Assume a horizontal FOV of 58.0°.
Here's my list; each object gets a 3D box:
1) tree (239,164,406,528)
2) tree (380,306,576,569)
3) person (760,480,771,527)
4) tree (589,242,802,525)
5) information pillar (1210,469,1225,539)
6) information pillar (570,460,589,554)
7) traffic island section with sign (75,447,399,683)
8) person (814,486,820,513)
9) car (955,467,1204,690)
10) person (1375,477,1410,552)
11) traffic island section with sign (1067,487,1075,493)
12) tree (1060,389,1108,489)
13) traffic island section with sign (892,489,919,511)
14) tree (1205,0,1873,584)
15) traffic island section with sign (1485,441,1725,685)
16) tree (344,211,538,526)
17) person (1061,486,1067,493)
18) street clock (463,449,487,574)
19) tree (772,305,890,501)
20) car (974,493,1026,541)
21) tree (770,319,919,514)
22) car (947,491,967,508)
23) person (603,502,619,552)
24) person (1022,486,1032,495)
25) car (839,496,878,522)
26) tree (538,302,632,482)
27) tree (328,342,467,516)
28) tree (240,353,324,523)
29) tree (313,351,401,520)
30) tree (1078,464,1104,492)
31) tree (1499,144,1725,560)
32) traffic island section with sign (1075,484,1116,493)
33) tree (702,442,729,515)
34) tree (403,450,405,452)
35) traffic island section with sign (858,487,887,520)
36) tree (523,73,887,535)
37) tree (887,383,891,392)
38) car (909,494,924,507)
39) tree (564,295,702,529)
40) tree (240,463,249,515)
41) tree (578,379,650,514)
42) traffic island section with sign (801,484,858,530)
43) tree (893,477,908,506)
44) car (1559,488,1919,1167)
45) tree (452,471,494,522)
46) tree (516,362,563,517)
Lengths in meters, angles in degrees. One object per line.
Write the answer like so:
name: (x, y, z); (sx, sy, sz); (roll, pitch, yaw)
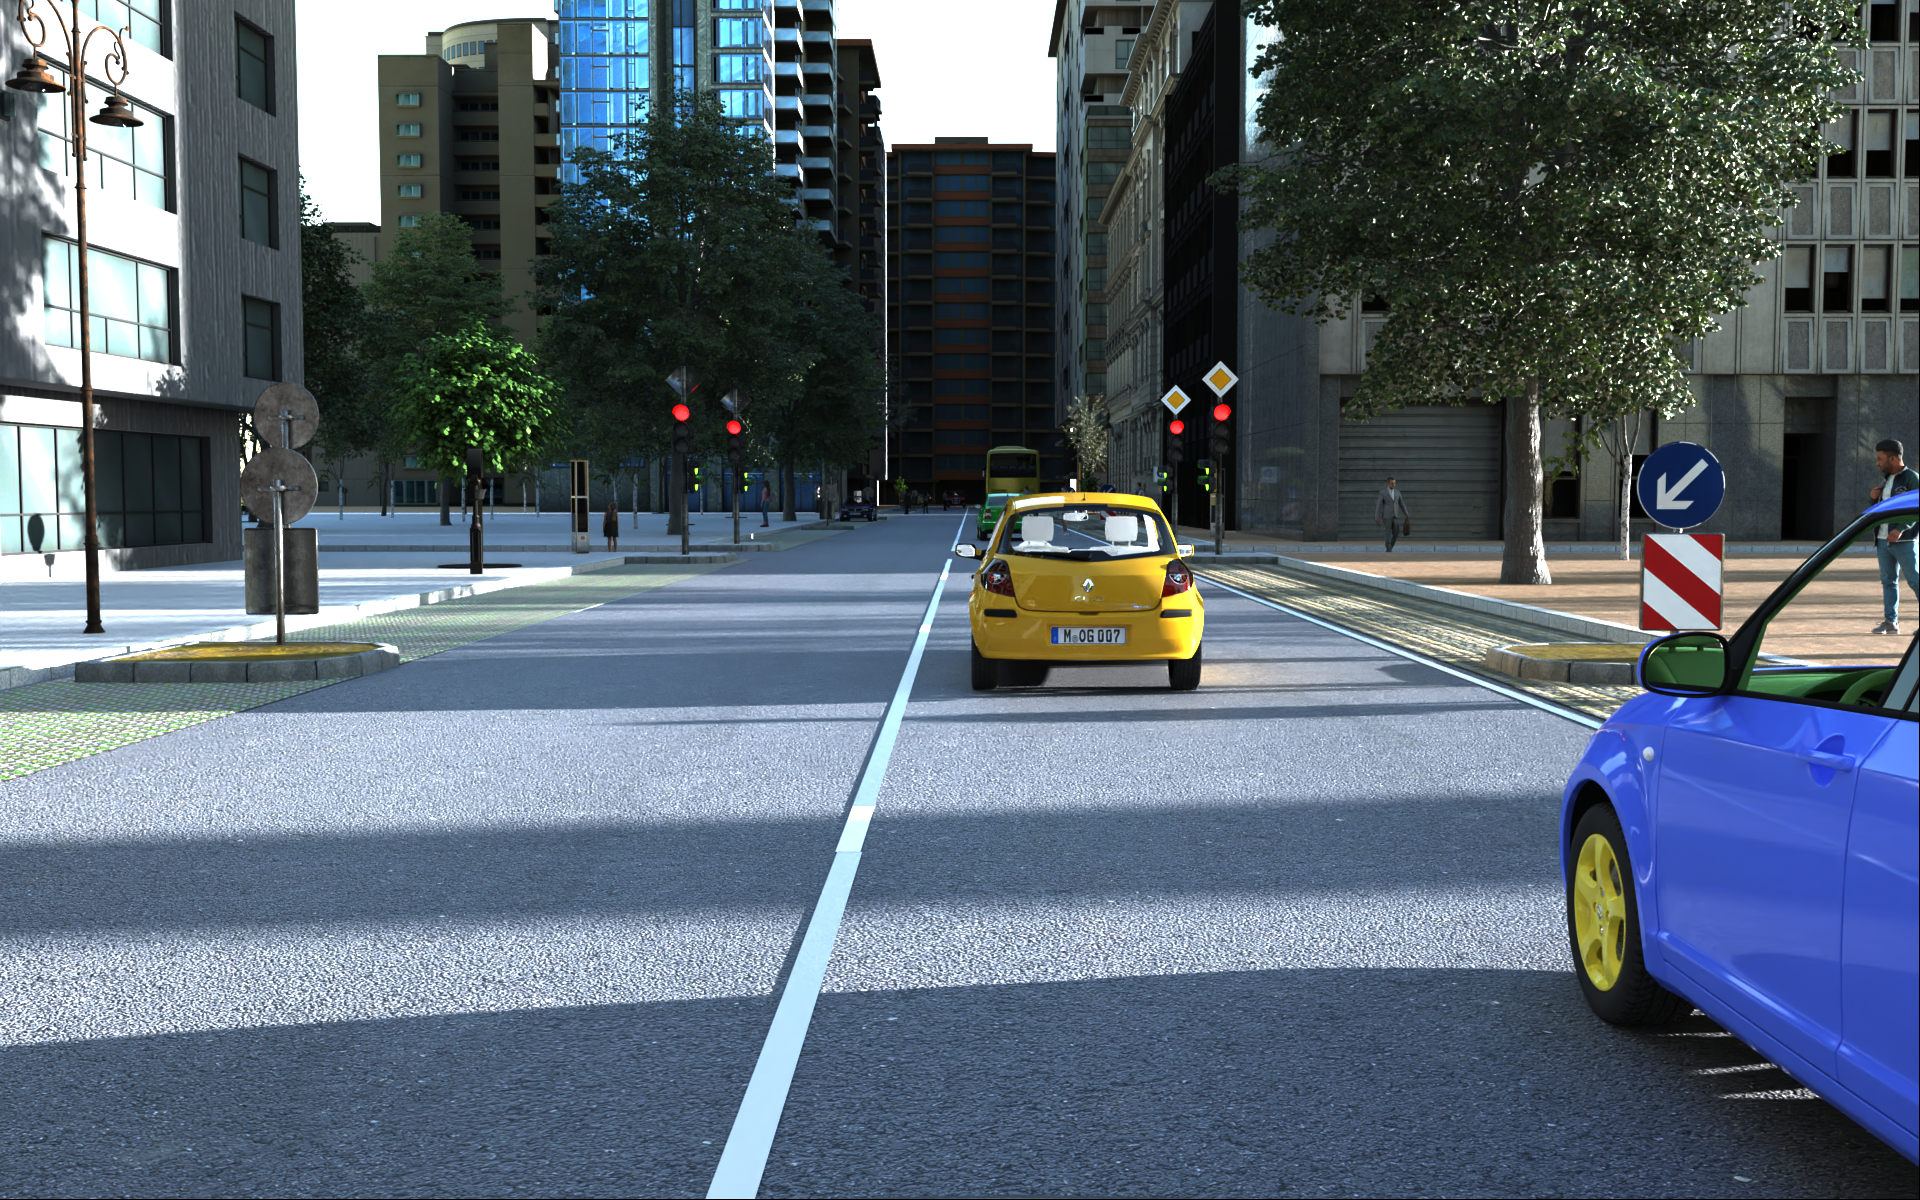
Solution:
tree: (-23.491, -8.645, 58.359); (9.611, 12.733, 9.660); (0, 3, 0)
tree: (-8.532, -2.852, 30.342); (4.285, 4.588, 4.351); (0, 3, 0)
person: (-7.536, -3.743, 67.249); (0.388, 1.821, 0.555); (1, 4, 16)
tree: (-11.651, -8.884, 71.005); (9.928, 11.665, 9.643); (0, 3, 0)
information pillar: (7.425, -2.779, 49.923); (0.304, 2.012, 0.304); (-3, 5, -44)
information pillar: (-8.216, -2.016, 37.448); (0.304, 2.012, 0.304); (-2, 4, -32)
traffic island section with sign: (-5.692, -0.329, 14.008); (1.989, 1.847, 2.006); (0, 4, 0)
person: (-9.624, -6.795, 117.322); (0.473, 1.802, 0.592); (0, 4, -5)
car: (0.951, -0.237, 14.102); (2.015, 1.641, 3.980); (0, 4, 1)
person: (9.760, -1.866, 39.131); (0.709, 1.813, 0.853); (-1, 4, -16)
traffic island section with sign: (5.954, -5.356, 96.194); (1.989, 1.847, 2.006); (0, 4, 0)
tree: (9.136, -10.526, 122.455); (4.360, 8.622, 3.978); (0, 3, 0)
traffic island section with sign: (-4.693, -8.432, 146.485); (1.989, 1.847, 2.006); (0, 4, 0)
tree: (8.078, -7.201, 24.394); (9.857, 13.997, 8.962); (0, 3, 0)
traffic island section with sign: (5.340, -0.320, 13.853); (1.989, 1.847, 2.006); (0, 4, 0)
tree: (-21.405, -9.303, 70.230); (7.486, 12.596, 7.792); (0, 3, 0)
person: (3.604, -3.086, 59.952); (0.522, 1.701, 0.512); (-3, 5, -42)
street clock: (-7.751, -1.415, 27.705); (0.358, 2.002, 0.471); (-1, 4, -13)
tree: (-7.606, -11.311, 103.055); (7.486, 12.596, 7.792); (0, 3, 0)
car: (1.451, -2.809, 54.722); (1.959, 1.807, 4.718); (0, 4, -1)
tree: (-7.927, -12.482, 114.457); (12.009, 13.543, 11.850); (0, 3, 0)
car: (-0.393, -10.859, 186.209); (2.281, 1.827, 5.304); (0, 4, 1)
person: (-8.235, -1.692, 40.840); (0.362, 1.253, 0.373); (-1, 4, -20)
person: (3.065, -4.300, 78.897); (0.635, 1.810, 0.391); (-2, 4, -29)
car: (-5.303, -4.775, 90.643); (1.945, 1.354, 3.894); (0, 4, 2)
tree: (-23.345, -11.308, 103.006); (7.486, 12.596, 7.792); (0, 3, 0)
tree: (-33.383, -10.187, 100.962); (7.601, 10.594, 8.767); (0, 4, 8)
tree: (-32.155, -9.316, 78.077); (9.928, 11.665, 9.643); (0, 3, 0)
tree: (-31.127, -8.313, 86.274); (4.360, 8.622, 3.978); (0, 3, 0)
tree: (8.023, -7.020, 109.384); (1.663, 3.219, 1.824); (0, 3, 0)
tree: (12.864, -5.094, 33.646); (4.737, 8.622, 4.395); (0, 3, 0)
traffic island section with sign: (5.740, -3.707, 69.240); (1.989, 1.847, 2.006); (0, 4, 0)
tree: (-15.522, -9.400, 104.048); (4.360, 8.622, 3.978); (0, 3, 0)
tree: (-31.093, -8.784, 93.979); (4.360, 8.622, 3.978); (0, 3, 0)
traffic island section with sign: (-5.067, -5.384, 96.664); (1.989, 1.847, 2.006); (0, 4, 0)
tree: (-8.912, -9.043, 54.507); (9.857, 13.997, 8.962); (0, 3, 0)
tree: (-8.193, -10.707, 81.711); (9.857, 13.997, 8.962); (0, 3, 0)
car: (-4.622, -10.600, 183.541); (2.015, 1.641, 3.980); (0, 4, -1)
tree: (-11.969, -6.937, 63.778); (4.360, 8.622, 3.978); (0, 3, 0)
tree: (-47.953, -12.206, 101.388); (13.155, 14.587, 18.604); (-1, 4, -19)
tree: (-16.395, -8.077, 82.427); (4.737, 8.622, 4.395); (0, 3, 0)
traffic island section with sign: (-5.268, -3.713, 69.332); (1.989, 1.847, 2.006); (0, 4, 0)
tree: (-6.594, -12.128, 192.892); (1.663, 3.219, 1.824); (0, 3, 0)
car: (2.517, 0.368, 3.568); (1.945, 1.707, 3.694); (0, 4, 2)
tree: (-23.725, -8.354, 86.955); (4.737, 8.622, 4.395); (0, 3, 0)
tree: (-23.626, -8.892, 95.738); (4.360, 8.622, 3.978); (0, 3, 0)
